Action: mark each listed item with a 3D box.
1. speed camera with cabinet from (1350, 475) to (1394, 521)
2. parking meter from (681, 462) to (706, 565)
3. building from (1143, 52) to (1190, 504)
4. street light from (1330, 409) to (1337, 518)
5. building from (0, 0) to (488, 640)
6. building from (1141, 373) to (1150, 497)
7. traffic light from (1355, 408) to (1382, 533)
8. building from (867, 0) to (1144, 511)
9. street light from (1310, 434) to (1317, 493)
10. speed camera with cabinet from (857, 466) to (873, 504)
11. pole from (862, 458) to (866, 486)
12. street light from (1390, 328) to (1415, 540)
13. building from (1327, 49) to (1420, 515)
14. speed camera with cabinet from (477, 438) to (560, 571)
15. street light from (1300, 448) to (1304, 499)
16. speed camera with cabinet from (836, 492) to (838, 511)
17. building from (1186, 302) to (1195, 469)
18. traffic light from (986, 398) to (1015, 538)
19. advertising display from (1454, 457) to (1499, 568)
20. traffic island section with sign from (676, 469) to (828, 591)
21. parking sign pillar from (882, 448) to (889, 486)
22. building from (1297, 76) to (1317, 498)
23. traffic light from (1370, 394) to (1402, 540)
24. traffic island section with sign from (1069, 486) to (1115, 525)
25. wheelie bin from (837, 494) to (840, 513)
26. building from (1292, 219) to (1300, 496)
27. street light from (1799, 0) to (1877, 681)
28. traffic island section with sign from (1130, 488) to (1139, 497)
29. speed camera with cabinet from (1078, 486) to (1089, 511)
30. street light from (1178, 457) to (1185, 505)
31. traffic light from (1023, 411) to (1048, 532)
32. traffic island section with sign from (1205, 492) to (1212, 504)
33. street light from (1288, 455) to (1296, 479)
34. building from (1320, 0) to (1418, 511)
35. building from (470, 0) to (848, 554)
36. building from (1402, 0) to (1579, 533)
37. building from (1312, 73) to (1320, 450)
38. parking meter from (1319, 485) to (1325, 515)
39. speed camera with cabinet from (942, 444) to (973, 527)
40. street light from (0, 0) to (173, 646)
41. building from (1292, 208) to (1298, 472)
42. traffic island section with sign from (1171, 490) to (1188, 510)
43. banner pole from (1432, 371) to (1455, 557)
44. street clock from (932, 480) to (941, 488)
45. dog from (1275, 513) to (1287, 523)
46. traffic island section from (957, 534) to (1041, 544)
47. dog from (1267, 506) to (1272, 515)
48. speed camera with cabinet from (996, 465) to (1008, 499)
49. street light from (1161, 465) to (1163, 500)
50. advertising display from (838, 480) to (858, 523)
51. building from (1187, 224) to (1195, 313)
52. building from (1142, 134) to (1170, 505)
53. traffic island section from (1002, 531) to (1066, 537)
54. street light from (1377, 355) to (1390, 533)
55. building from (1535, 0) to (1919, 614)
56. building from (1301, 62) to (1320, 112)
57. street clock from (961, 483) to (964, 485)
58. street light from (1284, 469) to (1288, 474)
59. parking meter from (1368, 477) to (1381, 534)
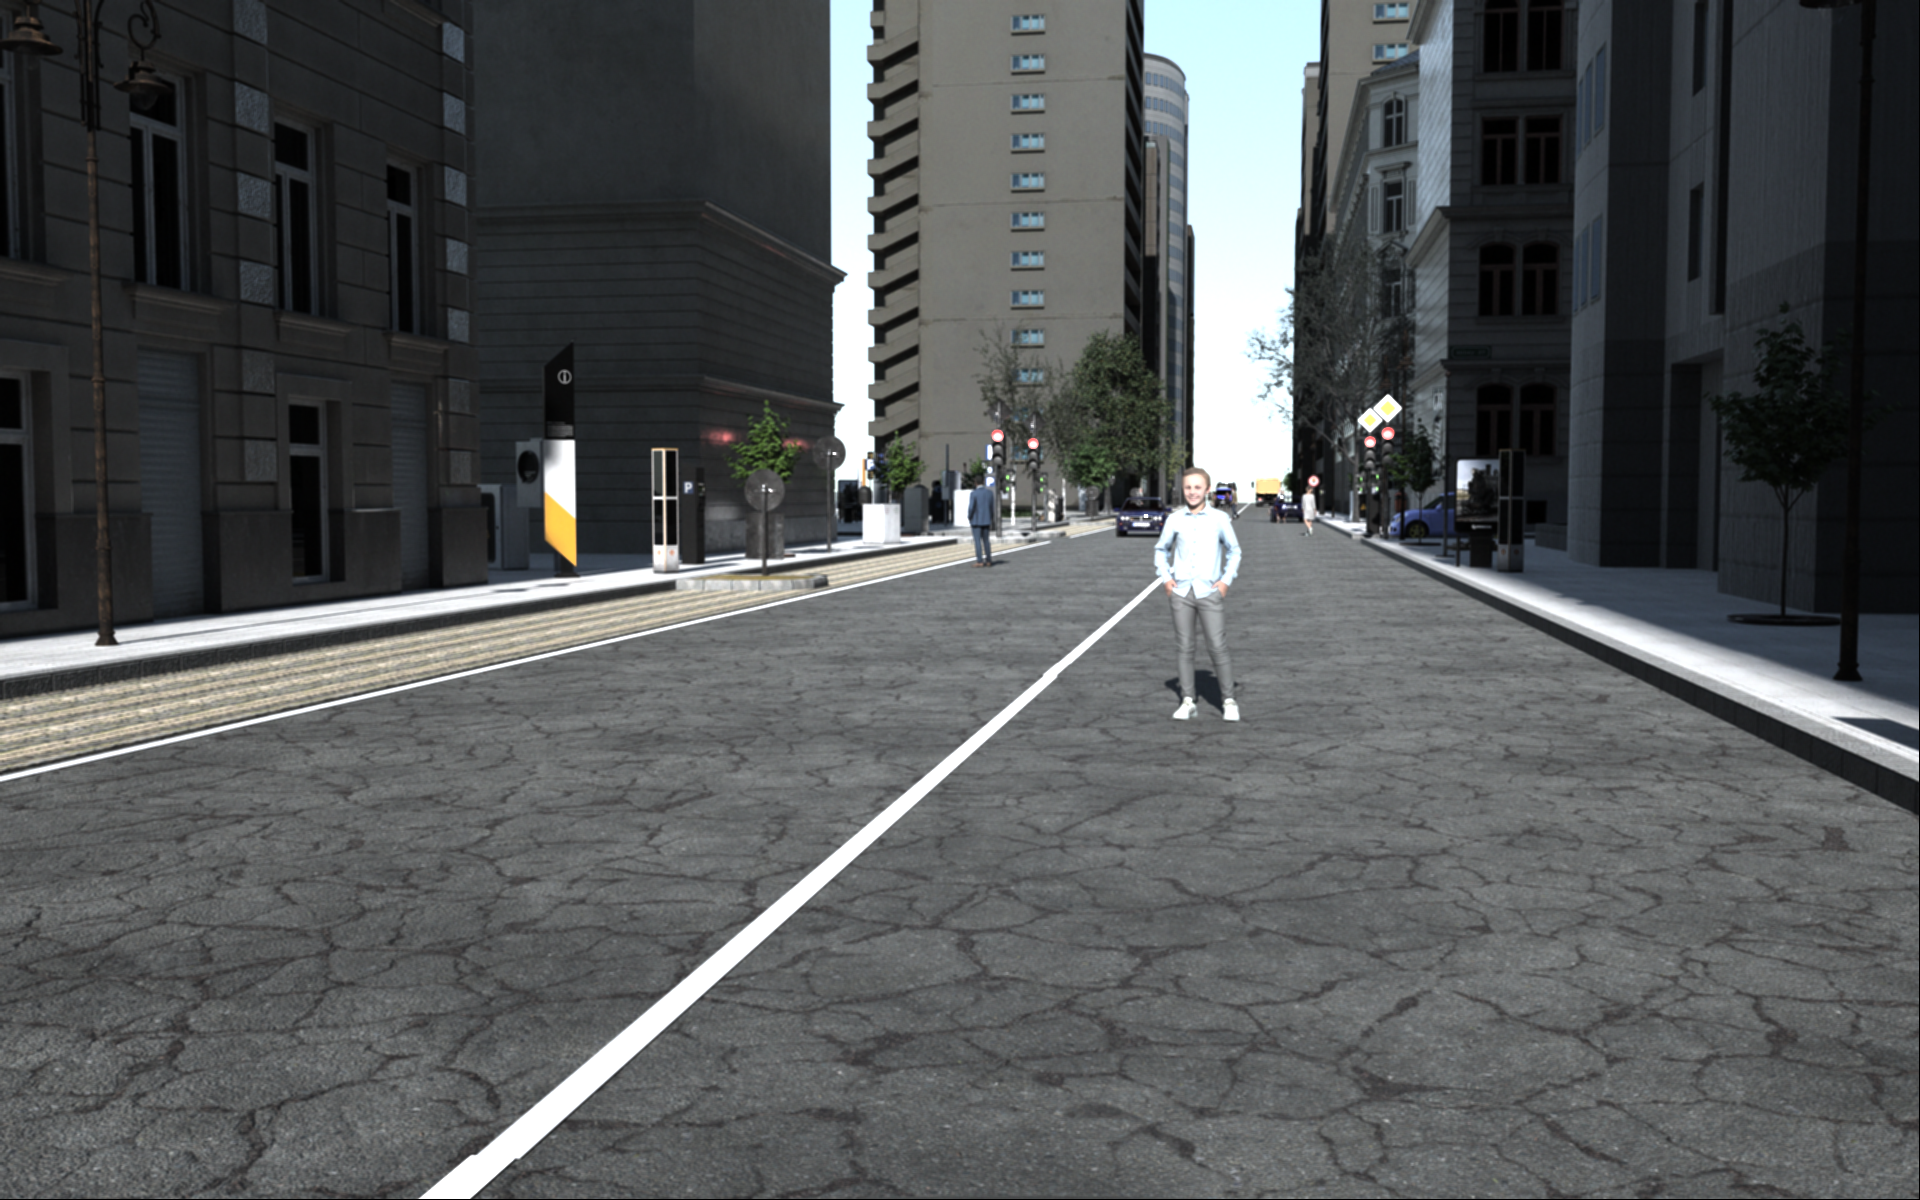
[{"bbox_3d":[19.904,-5.462,83.639,2.038,3.252,0.660,-1,4,-12],"label":"speed camera with cabinet"},{"bbox_3d":[-4.859,-1.581,31.563,0.399,1.863,0.255,2,4,28],"label":"parking meter"},{"bbox_3d":[19.183,-42.147,231.100,21.231,58.520,28.212,1,4,10],"label":"building"},{"bbox_3d":[20.276,-7.411,93.956,0.468,5.910,1.993,1,4,10],"label":"street light"},{"bbox_3d":[-14.377,-13.195,12.998,12.463,27.353,25.104,1,4,10],"label":"building"},{"bbox_3d":[8.020,-52.440,170.068,22.319,86.520,31.000,1,4,10],"label":"building"},{"bbox_3d":[13.379,-4.146,56.703,0.839,4.253,0.868,1,4,10],"label":"traffic light"},{"bbox_3d":[3.954,-31.901,145.288,21.300,48.544,21.600,1,4,10],"label":"building"},{"bbox_3d":[26.994,-9.783,132.740,0.468,5.910,1.993,1,4,10],"label":"street light"},{"bbox_3d":[-6.641,-7.817,122.140,0.660,3.252,2.038,-3,5,-44],"label":"speed camera with cabinet"},{"bbox_3d":[-5.457,-6.389,98.297,0.158,3.312,0.155,0,3,0],"label":"pole"},{"bbox_3d":[12.368,-4.617,48.269,0.468,5.910,1.993,1,4,10],"label":"street light"},{"bbox_3d":[32.091,-20.206,106.781,17.030,29.872,44.131,1,4,10],"label":"building"},{"bbox_3d":[-7.435,-2.122,29.036,2.038,3.252,0.660,3,5,40],"label":"speed camera with cabinet"},{"bbox_3d":[33.334,-12.007,169.109,0.468,5.910,1.993,1,4,10],"label":"street light"},{"bbox_3d":[-8.517,-8.511,133.486,2.038,3.252,0.660,1,4,11],"label":"speed camera with cabinet"},{"bbox_3d":[28.641,-30.243,266.172,14.160,30.474,14.107,1,4,10],"label":"building"},{"bbox_3d":[1.162,-3.778,50.694,0.839,4.253,0.868,1,4,10],"label":"traffic light"},{"bbox_3d":[9.106,-1.529,30.216,0.974,1.923,0.123,3,5,40],"label":"advertising display"},{"bbox_3d":[-3.099,-1.093,26.498,1.989,1.847,2.006,1,4,10],"label":"traffic island section with sign"},{"bbox_3d":[-4.409,-6.950,102.106,1.447,3.967,1.447,0,4,-3],"label":"parking sign pillar"},{"bbox_3d":[48.641,-34.732,191.565,21.300,48.544,21.600,1,4,10],"label":"building"},{"bbox_3d":[12.015,-3.664,48.835,0.839,4.253,0.868,1,4,10],"label":"traffic light"},{"bbox_3d":[6.113,-4.340,79.589,1.989,1.847,2.006,1,4,10],"label":"traffic island section with sign"},{"bbox_3d":[-7.283,-6.133,108.188,0.693,1.594,0.980,3,4,37],"label":"wheelie bin"},{"bbox_3d":[56.878,-35.137,258.090,14.154,41.232,14.086,1,4,10],"label":"building"},{"bbox_3d":[6.127,-2.384,11.773,0.468,5.910,1.993,1,4,10],"label":"street light"},{"bbox_3d":[10.897,-6.027,107.176,1.989,1.847,2.006,1,4,10],"label":"traffic island section with sign"},{"bbox_3d":[9.447,-8.461,132.668,0.660,3.252,2.038,0,4,-3],"label":"speed camera with cabinet"},{"bbox_3d":[27.890,-14.906,216.504,0.468,5.910,1.993,1,4,10],"label":"street light"},{"bbox_3d":[2.526,-4.259,58.562,0.839,4.253,0.868,1,4,10],"label":"traffic light"},{"bbox_3d":[38.284,-15.690,265.152,1.989,1.847,2.006,1,4,10],"label":"traffic island section with sign"},{"bbox_3d":[41.235,-14.774,214.335,0.468,5.910,1.993,1,4,10],"label":"street light"},{"bbox_3d":[40.237,-31.605,140.443,21.300,48.544,21.600,1,4,10],"label":"building"},{"bbox_3d":[-20.998,-13.851,45.545,34.723,24.649,14.460,1,4,10],"label":"building"},{"bbox_3d":[28.208,-16.771,61.589,23.554,28.519,14.401,1,4,10],"label":"building"},{"bbox_3d":[45.249,-31.231,165.253,22.147,44.769,28.867,1,4,10],"label":"building"},{"bbox_3d":[22.295,-6.173,106.633,0.255,1.863,0.399,2,4,31],"label":"parking meter"},{"bbox_3d":[-0.031,-4.525,68.316,0.660,3.252,2.038,-2,4,-27],"label":"speed camera with cabinet"},{"bbox_3d":[-7.241,-2.552,14.519,0.468,5.910,1.993,1,4,10],"label":"street light"},{"bbox_3d":[63.917,-39.818,274.725,21.300,48.544,21.600,1,4,10],"label":"building"},{"bbox_3d":[19.579,-9.088,157.219,1.989,1.847,2.006,1,4,10],"label":"traffic island section with sign"},{"bbox_3d":[9.883,-2.787,35.577,0.401,3.779,0.863,-1,4,-12],"label":"banner pole"},{"bbox_3d":[-1.252,-5.348,92.003,0.358,2.002,0.471,3,5,43],"label":"street clock"},{"bbox_3d":[15.700,-3.999,84.679,0.406,0.507,0.540,2,4,31],"label":"dog"},{"bbox_3d":[1.124,-1.746,50.835,2.009,0.180,2.903,1,4,10],"label":"traffic island section"},{"bbox_3d":[20.942,-6.156,117.491,0.800,0.831,0.513,0,4,-8],"label":"dog"},{"bbox_3d":[1.204,-5.151,78.547,2.038,3.252,0.660,-2,4,-32],"label":"speed camera with cabinet"},{"bbox_3d":[19.948,-12.121,170.960,0.468,5.910,1.993,1,4,10],"label":"street light"},{"bbox_3d":[-5.013,-4.422,77.507,0.974,1.923,0.123,-2,4,-30],"label":"advertising display"},{"bbox_3d":[30.573,-38.508,279.723,14.600,45.320,14.200,1,4,10],"label":"building"},{"bbox_3d":[15.828,-31.152,192.937,14.154,41.232,14.086,1,4,10],"label":"building"},{"bbox_3d":[2.488,-2.228,58.703,2.009,0.180,2.903,1,4,10],"label":"traffic island section"},{"bbox_3d":[14.105,-5.185,57.557,0.468,5.910,1.993,1,4,10],"label":"street light"},{"bbox_3d":[21.930,-29.778,28.872,21.231,58.520,28.212,1,4,10],"label":"building"},{"bbox_3d":[57.037,-42.453,236.112,21.231,58.520,28.212,1,4,10],"label":"building"},{"bbox_3d":[0.118,-7.452,126.413,0.358,2.002,0.471,-2,4,-33],"label":"street clock"},{"bbox_3d":[47.513,-16.999,250.715,0.468,5.910,1.993,1,4,10],"label":"street light"},{"bbox_3d":[13.395,-3.077,56.023,0.399,1.863,0.255,1,4,14],"label":"parking meter"}]
